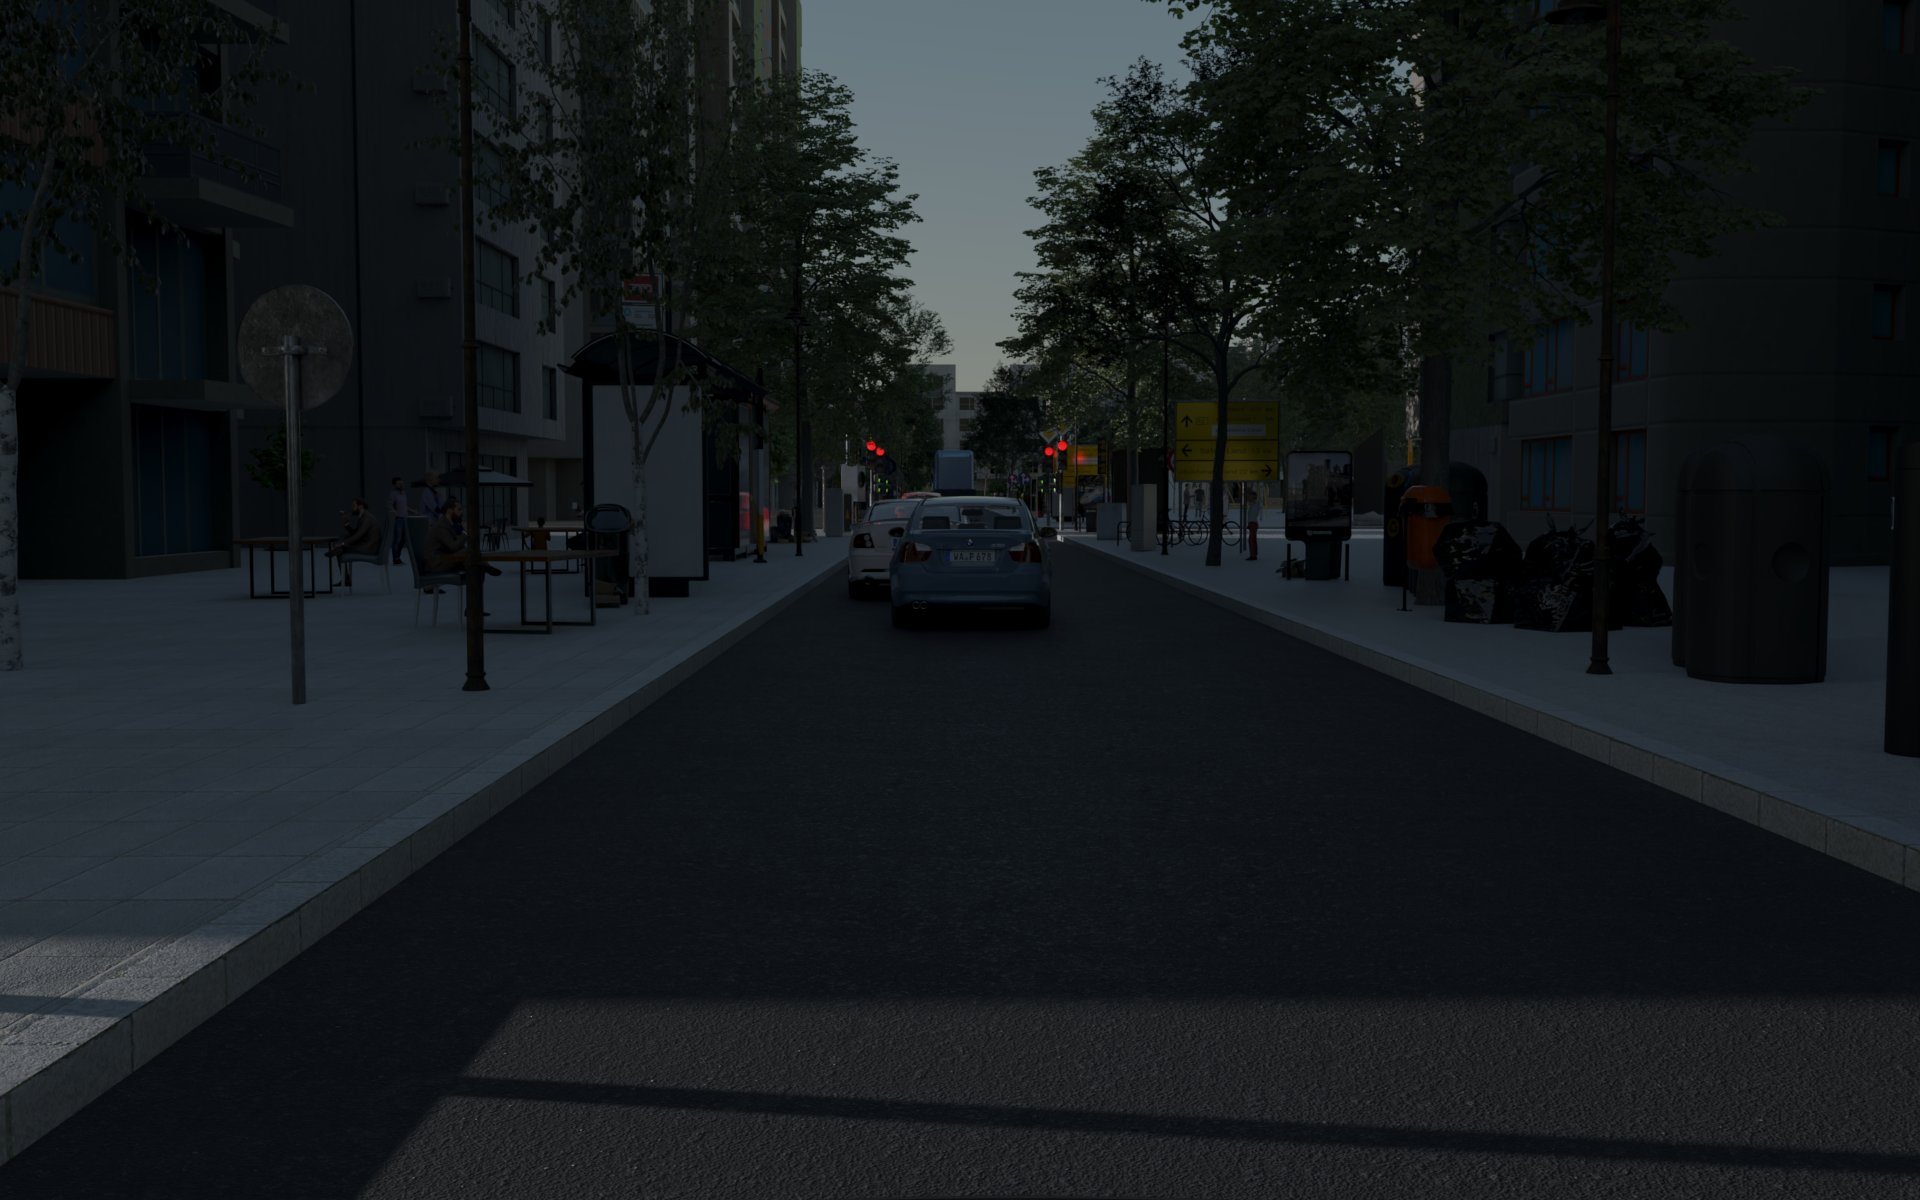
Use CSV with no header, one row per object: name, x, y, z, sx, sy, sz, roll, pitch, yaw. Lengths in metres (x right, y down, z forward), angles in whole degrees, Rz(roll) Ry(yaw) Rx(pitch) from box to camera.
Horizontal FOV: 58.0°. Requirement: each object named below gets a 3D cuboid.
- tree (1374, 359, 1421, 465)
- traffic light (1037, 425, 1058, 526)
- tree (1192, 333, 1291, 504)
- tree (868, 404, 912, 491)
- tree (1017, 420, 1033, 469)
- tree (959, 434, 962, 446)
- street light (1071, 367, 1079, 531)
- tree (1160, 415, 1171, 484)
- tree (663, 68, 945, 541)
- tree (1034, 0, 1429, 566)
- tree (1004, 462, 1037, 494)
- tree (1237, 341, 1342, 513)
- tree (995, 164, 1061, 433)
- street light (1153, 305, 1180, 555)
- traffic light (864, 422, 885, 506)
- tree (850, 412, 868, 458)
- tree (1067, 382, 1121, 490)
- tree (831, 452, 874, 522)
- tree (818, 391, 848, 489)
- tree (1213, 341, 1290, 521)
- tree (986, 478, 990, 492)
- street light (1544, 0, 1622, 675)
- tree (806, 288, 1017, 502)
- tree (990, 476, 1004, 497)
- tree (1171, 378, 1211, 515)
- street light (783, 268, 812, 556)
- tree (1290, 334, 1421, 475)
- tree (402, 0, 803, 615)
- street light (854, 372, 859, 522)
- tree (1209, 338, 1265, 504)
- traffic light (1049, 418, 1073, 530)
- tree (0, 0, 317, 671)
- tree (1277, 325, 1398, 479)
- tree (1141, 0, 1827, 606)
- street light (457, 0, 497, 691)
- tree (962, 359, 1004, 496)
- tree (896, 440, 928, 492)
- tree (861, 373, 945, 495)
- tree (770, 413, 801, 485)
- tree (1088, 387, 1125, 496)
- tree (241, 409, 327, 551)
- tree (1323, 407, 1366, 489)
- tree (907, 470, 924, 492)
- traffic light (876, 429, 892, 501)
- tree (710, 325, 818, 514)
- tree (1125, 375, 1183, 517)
tree,23.916,-8.494,89.242,4.360,8.622,3.978,0,3,0
traffic light,3.523,-4.916,69.295,0.839,4.253,0.868,0,4,0
tree,12.432,-7.550,73.800,4.360,8.622,3.978,0,3,0
tree,-5.345,-10.970,129.722,4.737,8.622,4.395,0,3,0
tree,4.206,-16.143,189.694,9.928,11.665,9.643,0,3,0
tree,3.432,-11.378,120.441,7.601,10.594,8.767,-1,4,-9
street light,4.056,-5.355,60.348,0.468,5.910,1.993,0,4,0
tree,14.237,-10.083,115.223,4.737,8.622,4.395,0,3,0
tree,-4.572,-7.883,47.022,7.486,12.596,7.792,0,3,0
tree,4.878,-5.888,30.675,7.601,10.594,8.767,0,4,-2
tree,3.785,-6.715,104.398,1.663,3.219,1.824,0,3,0
tree,21.757,-11.570,114.932,9.928,11.665,9.643,0,3,0
tree,4.914,-8.110,50.719,7.486,12.596,7.792,0,3,0
street light,4.314,-3.886,36.318,0.468,5.910,1.993,0,4,0
traffic light,-3.093,-4.423,61.240,0.839,4.253,0.868,0,4,0
tree,-9.078,-9.717,109.242,4.737,8.622,4.395,0,3,0
tree,8.618,-9.862,111.606,4.737,8.622,4.395,0,3,0
tree,-4.622,-4.708,71.569,1.663,3.219,1.824,0,3,0
tree,-8.886,-8.872,95.417,4.737,8.622,4.395,0,3,0
tree,14.850,-8.157,83.734,4.737,8.622,4.395,0,3,0
tree,3.456,-11.229,178.190,1.663,3.219,1.824,0,3,0
street light,4.570,-2.411,12.202,0.468,5.910,1.993,0,4,0
tree,-4.003,-9.766,85.423,9.928,11.665,9.643,0,3,0
tree,4.386,-10.885,172.565,1.663,3.219,1.824,0,3,0
tree,15.663,-9.572,106.862,4.737,8.622,4.395,0,3,0
street light,-3.324,-3.841,35.594,0.468,5.910,1.993,0,4,0
tree,18.125,-7.780,77.559,4.737,8.622,4.395,0,3,0
tree,-3.430,-4.136,17.980,4.360,8.622,3.978,0,3,0
street light,-3.560,-5.314,59.673,0.468,5.910,1.993,0,4,0
tree,23.537,-14.159,138.150,9.857,13.997,8.962,0,3,0
traffic light,3.588,-4.427,61.310,0.839,4.253,0.868,0,4,0
tree,-6.932,-3.807,12.608,4.360,8.622,3.978,0,3,0
tree,27.645,-13.435,126.316,9.857,13.997,8.962,0,3,0
tree,5.639,-6.188,19.306,7.486,12.596,7.792,0,3,0
street light,-3.170,-2.347,11.167,0.468,5.910,1.993,0,4,0
tree,4.774,-9.311,86.641,8.767,10.594,7.601,0,4,-2
tree,-5.271,-14.820,192.669,4.360,8.622,3.978,0,3,0
tree,-5.089,-14.757,158.286,9.611,12.733,9.660,0,3,0
tree,-7.163,-4.640,59.582,4.285,4.588,4.351,0,3,0
tree,10.512,-9.556,106.608,4.360,8.622,3.978,0,3,0
tree,-15.358,-2.739,39.379,1.663,3.219,1.824,0,3,0
tree,24.286,-9.592,107.189,4.360,8.622,3.978,0,3,0
tree,-5.130,-13.128,198.362,4.285,4.588,4.351,0,3,0
traffic light,-3.158,-4.912,69.225,0.839,4.253,0.868,0,4,0
tree,-8.776,-7.417,71.628,4.737,8.622,4.395,0,3,0
tree,12.192,-8.950,96.693,4.360,8.622,3.978,0,3,0
